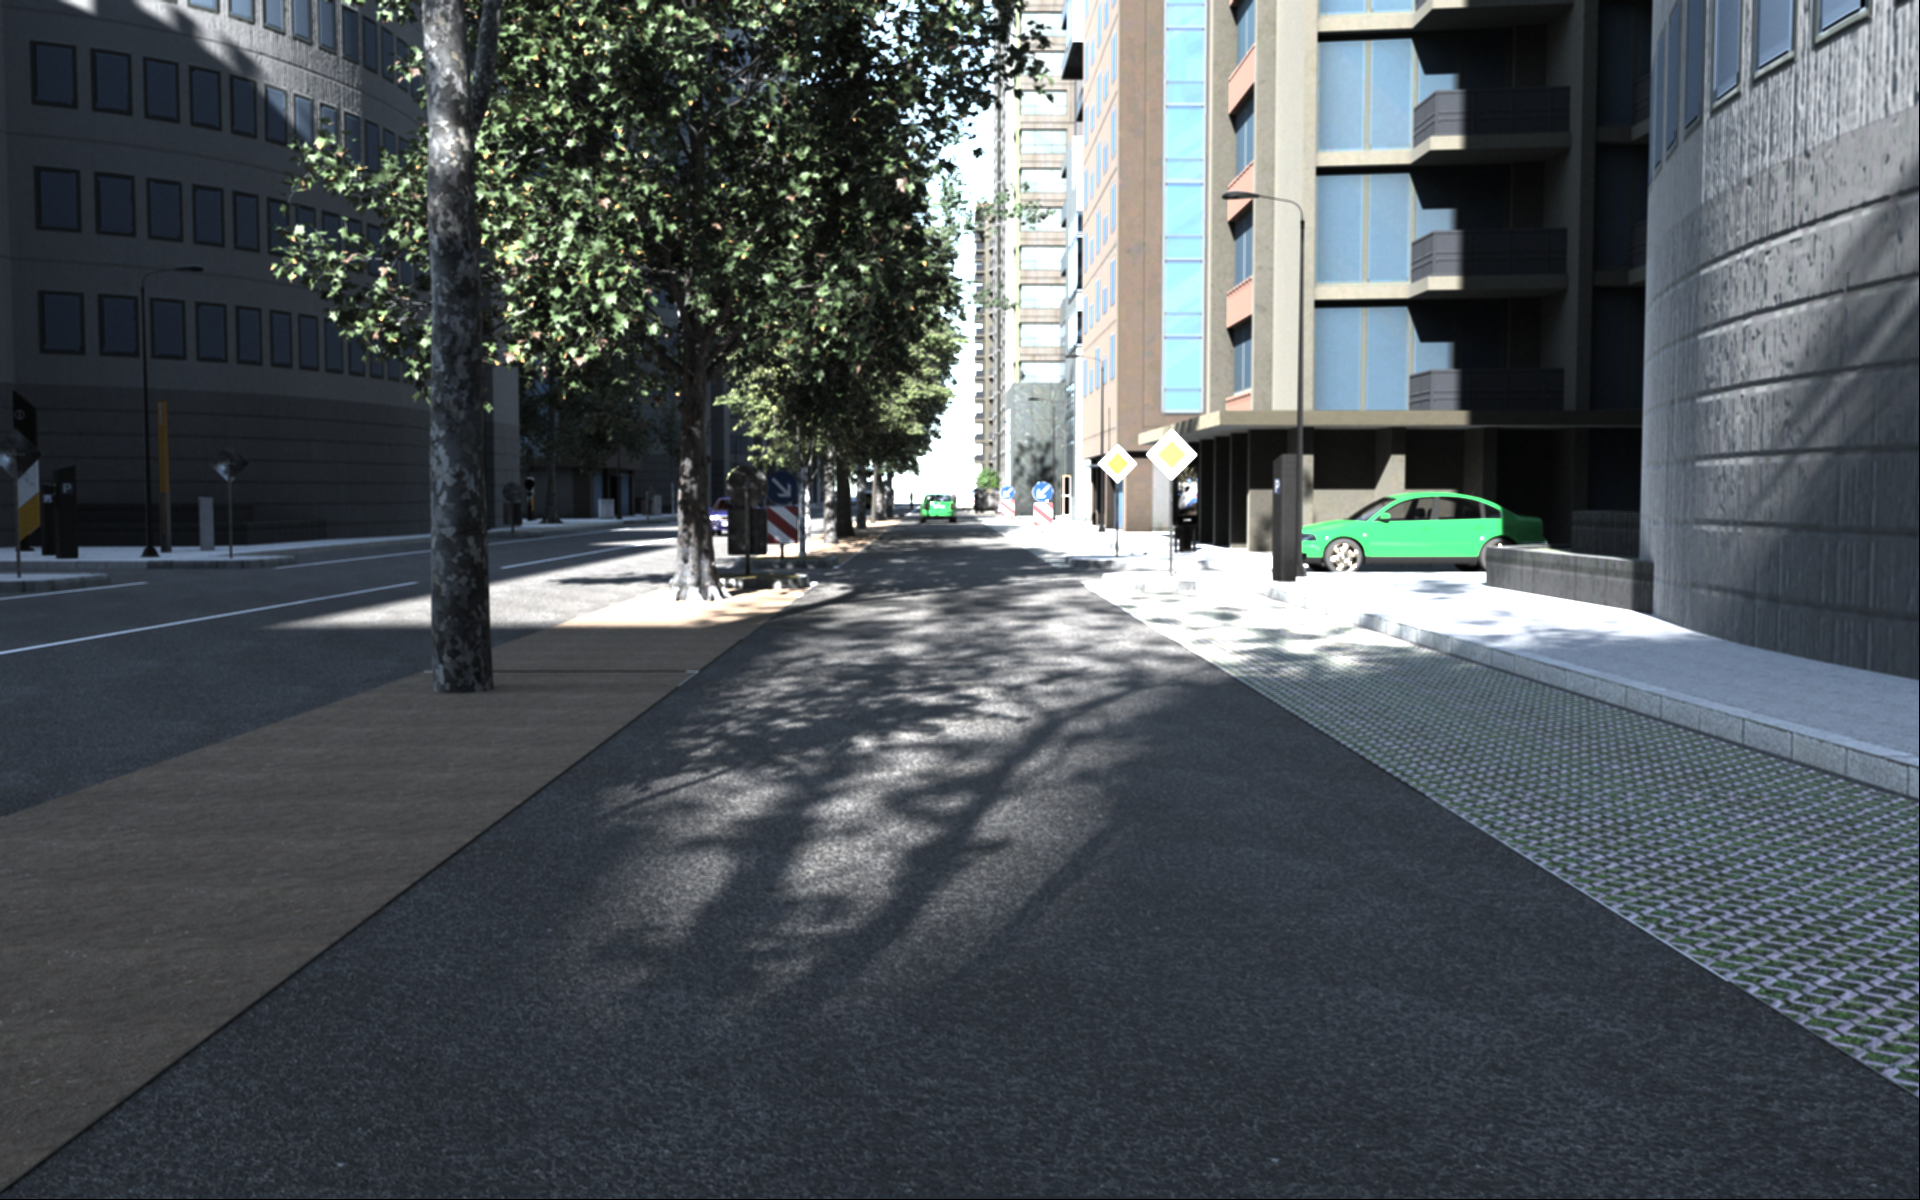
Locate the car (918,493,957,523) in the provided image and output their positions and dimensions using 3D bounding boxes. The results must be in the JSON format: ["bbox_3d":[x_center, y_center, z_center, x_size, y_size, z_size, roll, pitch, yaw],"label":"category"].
[{"bbox_3d":[-1.114,-4.780,86.942,1.959,1.807,4.718,0,4,-2],"label":"car"}]

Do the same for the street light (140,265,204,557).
[{"bbox_3d":[-16.037,-3.837,35.276,1.470,5.913,1.316,0,4,-1],"label":"street light"}]

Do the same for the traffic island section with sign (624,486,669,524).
[{"bbox_3d":[-15.240,-4.635,84.416,1.989,1.847,2.006,0,4,-1],"label":"traffic island section with sign"}]

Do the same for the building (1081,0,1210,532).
[{"bbox_3d":[12.009,-25.276,63.371,14.600,45.320,14.200,0,4,-1],"label":"building"}]

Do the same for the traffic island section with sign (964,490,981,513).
[{"bbox_3d":[1.518,-7.707,134.631,1.989,1.847,2.006,0,4,-1],"label":"traffic island section with sign"}]

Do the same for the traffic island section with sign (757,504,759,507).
[{"bbox_3d":[-15.899,-7.688,134.329,1.989,1.847,2.006,0,4,-1],"label":"traffic island section with sign"}]

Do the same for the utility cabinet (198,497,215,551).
[{"bbox_3d":[-17.224,-1.740,39.612,0.306,1.237,1.020,-2,4,-25],"label":"utility cabinet"}]

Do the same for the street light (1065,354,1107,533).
[{"bbox_3d":[4.191,-5.203,57.618,1.470,5.913,1.316,0,4,-1],"label":"street light"}]

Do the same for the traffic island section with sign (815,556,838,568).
[{"bbox_3d":[-3.471,-1.604,34.364,2.006,1.907,1.989,0,4,-1],"label":"traffic island section with sign"}]

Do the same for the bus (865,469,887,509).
[{"bbox_3d":[-8.492,-11.052,172.243,2.896,3.916,12.252,0,3,0],"label":"bus"}]

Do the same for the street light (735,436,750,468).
[{"bbox_3d":[-17.260,-10.092,137.547,1.470,5.913,1.316,0,4,-1],"label":"street light"}]

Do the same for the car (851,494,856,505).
[{"bbox_3d":[-12.415,-11.573,201.218,2.014,1.417,4.499,0,4,-2],"label":"car"}]

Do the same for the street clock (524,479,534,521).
[{"bbox_3d":[-20.638,-4.798,83.021,0.471,2.002,0.358,-1,4,-15],"label":"street clock"}]

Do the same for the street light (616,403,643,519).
[{"bbox_3d":[-16.711,-7.031,87.493,1.470,5.913,1.316,0,4,-1],"label":"street light"}]

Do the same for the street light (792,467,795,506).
[{"bbox_3d":[-18.122,-13.547,194.042,1.470,5.913,1.316,0,4,-1],"label":"street light"}]

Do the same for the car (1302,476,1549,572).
[{"bbox_3d":[8.077,-1.366,31.125,4.718,1.807,1.959,0,4,-1],"label":"car"}]

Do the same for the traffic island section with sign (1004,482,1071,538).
[{"bbox_3d":[2.561,-2.939,56.677,1.989,1.847,2.006,0,4,-1],"label":"traffic island section with sign"}]

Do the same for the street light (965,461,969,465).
[{"bbox_3d":[1.770,-16.543,243.015,1.470,5.913,1.316,0,4,-1],"label":"street light"}]

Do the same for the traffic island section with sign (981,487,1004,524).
[{"bbox_3d":[2.181,-4.621,84.174,1.989,1.847,2.006,0,4,-1],"label":"traffic island section with sign"}]

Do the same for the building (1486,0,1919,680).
[{"bbox_3d":[17.079,-28.711,11.422,21.231,58.520,28.212,0,4,-1],"label":"building"}]

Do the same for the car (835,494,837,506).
[{"bbox_3d":[-13.205,-10.368,181.321,2.131,1.459,4.920,0,4,1],"label":"car"}]

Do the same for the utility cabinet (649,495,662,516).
[{"bbox_3d":[-18.225,-5.659,103.692,0.306,1.237,1.020,1,4,18],"label":"utility cabinet"}]

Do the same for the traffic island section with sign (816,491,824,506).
[{"bbox_3d":[-16.991,-12.714,216.493,1.989,1.847,2.006,0,4,-1],"label":"traffic island section with sign"}]

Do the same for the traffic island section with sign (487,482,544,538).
[{"bbox_3d":[-14.873,-2.976,57.284,1.989,1.847,2.006,0,4,-1],"label":"traffic island section with sign"}]

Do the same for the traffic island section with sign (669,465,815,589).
[{"bbox_3d":[-3.381,-1.151,26.957,2.006,1.907,1.989,0,4,-1],"label":"traffic island section with sign"}]

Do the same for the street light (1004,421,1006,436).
[{"bbox_3d":[3.473,-8.397,109.835,1.470,5.913,1.316,0,4,-1],"label":"street light"}]

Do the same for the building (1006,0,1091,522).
[{"bbox_3d":[14.295,-47.708,92.690,22.319,86.520,31.000,0,4,-1],"label":"building"}]

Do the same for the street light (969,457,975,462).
[{"bbox_3d":[2.164,-14.946,216.907,1.470,5.913,1.316,0,4,-1],"label":"street light"}]

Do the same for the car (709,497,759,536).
[{"bbox_3d":[-7.815,-2.910,60.162,1.945,1.354,3.894,0,4,-2],"label":"car"}]

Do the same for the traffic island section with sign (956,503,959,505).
[{"bbox_3d":[0.411,-12.746,217.017,1.989,1.847,2.006,0,4,-1],"label":"traffic island section with sign"}]

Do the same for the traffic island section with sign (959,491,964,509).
[{"bbox_3d":[1.156,-9.355,161.584,1.989,1.847,2.006,0,4,-1],"label":"traffic island section with sign"}]

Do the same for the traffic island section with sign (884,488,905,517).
[{"bbox_3d":[-4.483,-6.199,109.496,2.006,1.907,1.989,0,4,-1],"label":"traffic island section with sign"}]

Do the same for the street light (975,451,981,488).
[{"bbox_3d":[2.602,-13.053,185.960,1.470,5.913,1.316,0,4,-1],"label":"street light"}]

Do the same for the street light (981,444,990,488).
[{"bbox_3d":[2.921,-11.456,159.851,1.470,5.913,1.316,0,4,-1],"label":"street light"}]

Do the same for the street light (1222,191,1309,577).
[{"bbox_3d":[4.709,-3.312,26.699,1.470,5.913,1.316,0,4,-1],"label":"street light"}]

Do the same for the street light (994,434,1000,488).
[{"bbox_3d":[3.293,-9.859,133.743,1.470,5.913,1.316,0,4,-1],"label":"street light"}]

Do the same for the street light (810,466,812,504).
[{"bbox_3d":[-18.487,-15.164,220.469,1.470,5.913,1.316,0,4,-1],"label":"street light"}]

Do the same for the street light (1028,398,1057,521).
[{"bbox_3d":[3.992,-6.800,83.729,1.470,5.913,1.316,0,4,-1],"label":"street light"}]

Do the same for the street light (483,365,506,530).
[{"bbox_3d":[-16.317,-5.434,61.386,1.470,5.913,1.316,0,4,-1],"label":"street light"}]

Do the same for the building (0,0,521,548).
[{"bbox_3d":[-27.645,-31.224,52.504,21.231,58.520,28.212,0,4,-1],"label":"building"}]

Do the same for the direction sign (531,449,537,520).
[{"bbox_3d":[-21.060,-5.707,85.309,0.379,3.537,0.876,-1,4,-9],"label":"direction sign"}]

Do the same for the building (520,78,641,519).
[{"bbox_3d":[-26.004,-27.270,95.978,14.600,45.320,14.200,0,4,-1],"label":"building"}]
